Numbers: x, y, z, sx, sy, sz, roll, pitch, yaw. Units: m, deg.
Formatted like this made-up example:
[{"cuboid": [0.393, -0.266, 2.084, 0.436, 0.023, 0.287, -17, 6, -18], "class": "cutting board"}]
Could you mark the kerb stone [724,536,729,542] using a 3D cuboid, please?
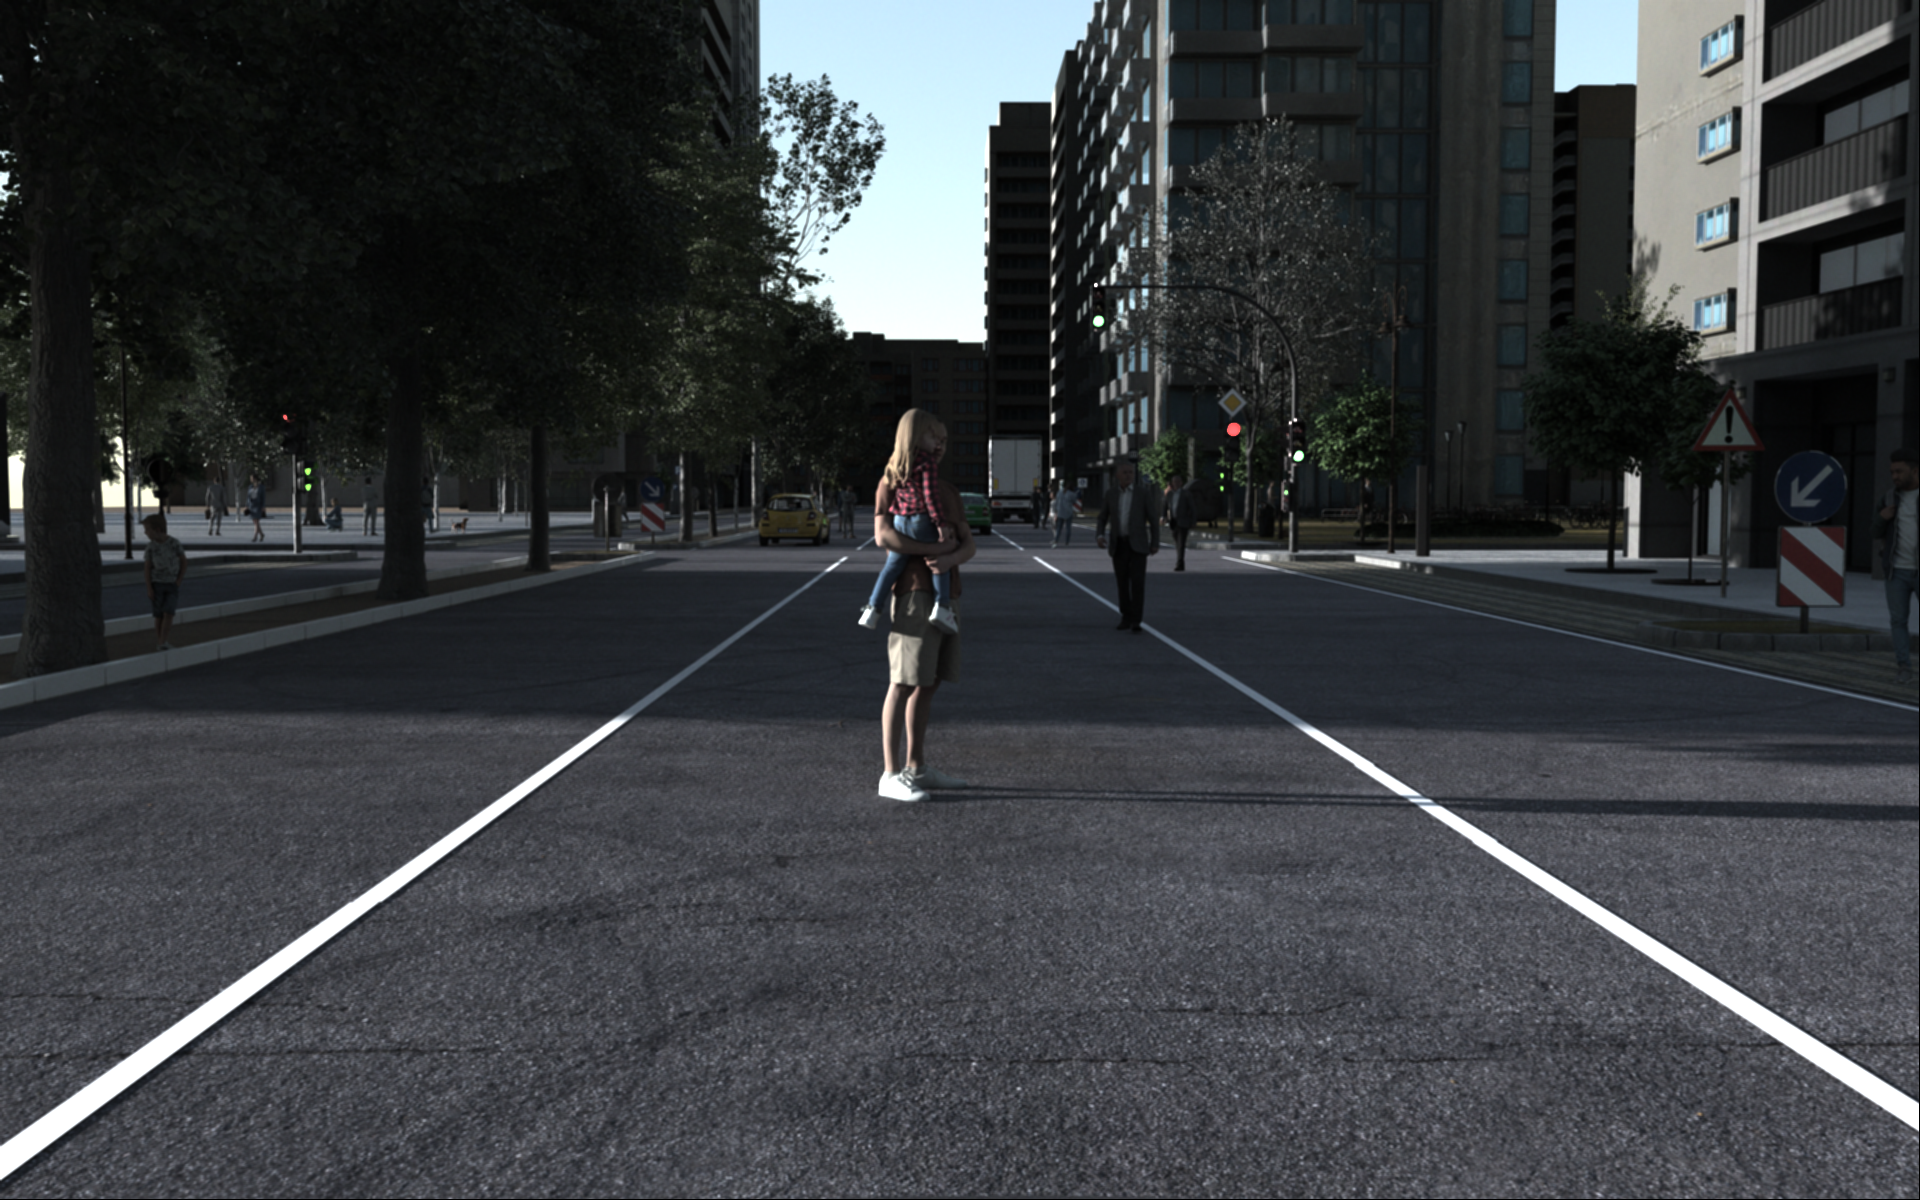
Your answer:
[{"cuboid": [-6.997, -1.755, 50.901, 0.120, 0.150, 1.000, 0, 4, -1], "class": "kerb stone"}]

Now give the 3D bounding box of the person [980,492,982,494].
[{"cuboid": [2.240, -10.476, 181.253, 0.593, 1.643, 0.415, 2, 4, 31], "class": "person"}]

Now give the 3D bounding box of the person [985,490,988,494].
[{"cuboid": [2.645, -9.970, 171.525, 1.348, 1.822, 0.705, 1, 4, 15], "class": "person"}]

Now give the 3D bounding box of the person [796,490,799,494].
[{"cuboid": [-14.918, -9.196, 158.951, 0.705, 1.812, 1.348, -3, 5, -40], "class": "person"}]

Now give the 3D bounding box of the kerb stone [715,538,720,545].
[{"cuboid": [-6.971, -1.627, 48.852, 0.120, 0.150, 1.000, 0, 4, -1], "class": "kerb stone"}]

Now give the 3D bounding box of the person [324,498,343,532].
[{"cuboid": [-21.446, -2.908, 59.079, 0.738, 1.151, 1.012, 0, 4, -8], "class": "person"}]

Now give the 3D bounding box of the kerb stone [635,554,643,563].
[{"cuboid": [-6.791, -0.844, 35.996, 0.120, 0.150, 1.000, 0, 4, -1], "class": "kerb stone"}]

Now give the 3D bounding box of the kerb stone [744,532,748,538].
[{"cuboid": [-7.069, -2.070, 56.032, 0.120, 0.150, 1.000, 0, 4, -1], "class": "kerb stone"}]

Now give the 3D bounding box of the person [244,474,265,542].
[{"cuboid": [-18.974, -2.491, 46.796, 0.581, 1.822, 0.654, 1, 4, 23], "class": "person"}]

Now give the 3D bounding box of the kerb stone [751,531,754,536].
[{"cuboid": [-7.099, -2.189, 58.085, 0.120, 0.150, 1.000, 0, 4, -1], "class": "kerb stone"}]

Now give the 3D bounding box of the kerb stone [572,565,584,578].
[{"cuboid": [-6.686, -0.467, 29.839, 0.120, 0.150, 1.000, 0, 4, -1], "class": "kerb stone"}]

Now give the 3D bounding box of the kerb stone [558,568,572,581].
[{"cuboid": [-6.671, -0.405, 28.817, 0.120, 0.150, 1.000, 0, 4, -1], "class": "kerb stone"}]

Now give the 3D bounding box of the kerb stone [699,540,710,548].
[{"cuboid": [-6.941, -1.505, 46.805, 0.120, 0.150, 1.000, 0, 4, -1], "class": "kerb stone"}]

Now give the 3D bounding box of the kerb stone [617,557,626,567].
[{"cuboid": [-6.753, -0.717, 33.948, 0.120, 0.150, 1.000, 0, 4, -1], "class": "kerb stone"}]

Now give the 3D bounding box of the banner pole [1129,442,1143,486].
[{"cuboid": [8.533, -5.731, 83.724, 0.863, 3.779, 0.401, 1, 4, 16], "class": "banner pole"}]

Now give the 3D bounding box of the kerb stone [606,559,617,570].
[{"cuboid": [-6.728, -0.653, 32.918, 0.120, 0.150, 1.000, 0, 4, -1], "class": "kerb stone"}]

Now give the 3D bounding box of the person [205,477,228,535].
[{"cuboid": [-23.192, -2.927, 54.022, 0.709, 1.813, 0.853, -1, 4, -11], "class": "person"}]

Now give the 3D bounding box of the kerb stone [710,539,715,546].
[{"cuboid": [-6.948, -1.568, 47.830, 0.120, 0.150, 1.000, 0, 4, -1], "class": "kerb stone"}]

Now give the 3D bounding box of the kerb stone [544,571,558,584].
[{"cuboid": [-6.652, -0.337, 27.785, 0.120, 0.150, 1.000, 0, 4, -1], "class": "kerb stone"}]

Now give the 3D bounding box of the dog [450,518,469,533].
[{"cuboid": [-16.320, -2.424, 56.460, 0.540, 0.507, 0.406, -2, 4, -25], "class": "dog"}]

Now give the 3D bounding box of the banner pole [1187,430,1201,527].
[{"cuboid": [9.088, -4.747, 67.627, 0.401, 3.779, 0.863, 3, 4, 38], "class": "banner pole"}]

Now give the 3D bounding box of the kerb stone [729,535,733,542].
[{"cuboid": [-7.010, -1.809, 51.924, 0.120, 0.150, 1.000, 0, 4, -1], "class": "kerb stone"}]

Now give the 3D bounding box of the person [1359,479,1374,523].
[{"cuboid": [13.444, -3.126, 56.928, 0.659, 1.850, 0.755, -1, 4, -17], "class": "person"}]

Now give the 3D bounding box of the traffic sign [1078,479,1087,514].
[{"cuboid": [7.923, -6.722, 112.035, 0.606, 2.300, 0.079, 0, 4, 7], "class": "traffic sign"}]

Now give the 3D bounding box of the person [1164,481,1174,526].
[{"cuboid": [8.657, -3.943, 70.481, 0.580, 1.828, 0.573, -3, 5, -42], "class": "person"}]

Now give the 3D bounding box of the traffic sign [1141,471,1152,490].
[{"cuboid": [9.083, -5.079, 83.155, 0.768, 2.556, 0.104, 0, 4, 5], "class": "traffic sign"}]

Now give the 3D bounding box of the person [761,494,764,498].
[{"cuboid": [-19.134, -10.033, 170.065, 0.705, 1.826, 1.348, -3, 4, -38], "class": "person"}]

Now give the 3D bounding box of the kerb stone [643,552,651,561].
[{"cuboid": [-6.798, -0.903, 37.018, 0.120, 0.150, 1.000, 0, 4, -1], "class": "kerb stone"}]

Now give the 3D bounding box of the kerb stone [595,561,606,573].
[{"cuboid": [-6.716, -0.593, 31.893, 0.120, 0.150, 1.000, 0, 4, -1], "class": "kerb stone"}]

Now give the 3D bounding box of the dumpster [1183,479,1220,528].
[{"cuboid": [9.114, -3.653, 65.480, 1.264, 1.857, 1.865, 0, 4, -1], "class": "dumpster"}]

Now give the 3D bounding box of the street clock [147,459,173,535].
[{"cuboid": [-16.601, -1.922, 35.995, 0.471, 2.002, 0.358, -2, 4, -30], "class": "street clock"}]

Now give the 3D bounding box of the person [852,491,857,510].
[{"cuboid": [-9.627, -9.181, 159.123, 0.721, 1.766, 1.217, -1, 4, -12], "class": "person"}]

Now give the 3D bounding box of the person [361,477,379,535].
[{"cuboid": [-18.366, -2.920, 53.960, 0.511, 1.800, 0.466, -1, 4, -11], "class": "person"}]

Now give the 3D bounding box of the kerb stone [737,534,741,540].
[{"cuboid": [-7.036, -1.943, 53.974, 0.120, 0.150, 1.000, 0, 4, -1], "class": "kerb stone"}]

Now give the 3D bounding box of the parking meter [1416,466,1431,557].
[{"cuboid": [9.559, -1.835, 35.716, 0.255, 1.863, 0.399, 1, 4, 20], "class": "parking meter"}]

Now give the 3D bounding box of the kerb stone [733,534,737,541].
[{"cuboid": [-7.026, -1.881, 52.946, 0.120, 0.150, 1.000, 0, 4, -1], "class": "kerb stone"}]

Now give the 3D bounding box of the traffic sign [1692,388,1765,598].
[{"cuboid": [9.468, -1.309, 21.402, 0.884, 2.594, 0.081, 0, 4, 2], "class": "traffic sign"}]

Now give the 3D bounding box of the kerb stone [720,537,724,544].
[{"cuboid": [-6.977, -1.693, 49.874, 0.120, 0.150, 1.000, 0, 4, -1], "class": "kerb stone"}]

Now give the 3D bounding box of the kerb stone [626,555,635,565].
[{"cuboid": [-6.759, -0.781, 34.970, 0.120, 0.150, 1.000, 0, 4, -1], "class": "kerb stone"}]

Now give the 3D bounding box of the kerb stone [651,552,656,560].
[{"cuboid": [-6.813, -0.969, 38.040, 0.120, 0.150, 1.000, 0, 4, -1], "class": "kerb stone"}]

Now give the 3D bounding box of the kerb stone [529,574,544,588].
[{"cuboid": [-6.636, -0.279, 26.763, 0.120, 0.150, 1.000, 0, 4, -1], "class": "kerb stone"}]

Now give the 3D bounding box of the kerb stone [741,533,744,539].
[{"cuboid": [-7.051, -2.005, 55.002, 0.120, 0.150, 1.000, 0, 4, -1], "class": "kerb stone"}]

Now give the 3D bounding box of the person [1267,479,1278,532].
[{"cuboid": [10.666, -3.222, 59.068, 0.374, 1.781, 0.599, 0, 4, 3], "class": "person"}]

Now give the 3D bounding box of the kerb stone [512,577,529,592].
[{"cuboid": [-6.623, -0.214, 25.739, 0.120, 0.150, 1.000, 0, 4, -1], "class": "kerb stone"}]

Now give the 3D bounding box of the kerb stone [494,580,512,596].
[{"cuboid": [-6.613, -0.154, 24.715, 0.120, 0.150, 1.000, 0, 4, -1], "class": "kerb stone"}]

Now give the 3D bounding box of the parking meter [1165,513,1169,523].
[{"cuboid": [9.169, -4.270, 75.517, 0.399, 1.863, 0.255, 1, 4, 11], "class": "parking meter"}]

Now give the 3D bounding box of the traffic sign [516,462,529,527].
[{"cuboid": [-17.027, -4.150, 67.951, 0.768, 2.556, 0.104, 0, 4, 1], "class": "traffic sign"}]

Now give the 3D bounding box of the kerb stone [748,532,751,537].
[{"cuboid": [-7.086, -2.131, 57.063, 0.120, 0.150, 1.000, 0, 4, -1], "class": "kerb stone"}]

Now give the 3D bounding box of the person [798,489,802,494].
[{"cuboid": [-12.693, -7.907, 137.718, 1.348, 1.831, 0.705, 2, 4, 35], "class": "person"}]

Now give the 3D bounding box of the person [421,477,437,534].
[{"cuboid": [-17.020, -2.995, 55.004, 0.794, 1.824, 0.713, 2, 4, 24], "class": "person"}]

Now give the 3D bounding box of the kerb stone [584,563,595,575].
[{"cuboid": [-6.709, -0.531, 30.871, 0.120, 0.150, 1.000, 0, 4, -1], "class": "kerb stone"}]

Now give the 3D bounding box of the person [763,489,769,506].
[{"cuboid": [-15.551, -7.983, 139.153, 0.705, 1.807, 1.348, -2, 4, -24], "class": "person"}]
